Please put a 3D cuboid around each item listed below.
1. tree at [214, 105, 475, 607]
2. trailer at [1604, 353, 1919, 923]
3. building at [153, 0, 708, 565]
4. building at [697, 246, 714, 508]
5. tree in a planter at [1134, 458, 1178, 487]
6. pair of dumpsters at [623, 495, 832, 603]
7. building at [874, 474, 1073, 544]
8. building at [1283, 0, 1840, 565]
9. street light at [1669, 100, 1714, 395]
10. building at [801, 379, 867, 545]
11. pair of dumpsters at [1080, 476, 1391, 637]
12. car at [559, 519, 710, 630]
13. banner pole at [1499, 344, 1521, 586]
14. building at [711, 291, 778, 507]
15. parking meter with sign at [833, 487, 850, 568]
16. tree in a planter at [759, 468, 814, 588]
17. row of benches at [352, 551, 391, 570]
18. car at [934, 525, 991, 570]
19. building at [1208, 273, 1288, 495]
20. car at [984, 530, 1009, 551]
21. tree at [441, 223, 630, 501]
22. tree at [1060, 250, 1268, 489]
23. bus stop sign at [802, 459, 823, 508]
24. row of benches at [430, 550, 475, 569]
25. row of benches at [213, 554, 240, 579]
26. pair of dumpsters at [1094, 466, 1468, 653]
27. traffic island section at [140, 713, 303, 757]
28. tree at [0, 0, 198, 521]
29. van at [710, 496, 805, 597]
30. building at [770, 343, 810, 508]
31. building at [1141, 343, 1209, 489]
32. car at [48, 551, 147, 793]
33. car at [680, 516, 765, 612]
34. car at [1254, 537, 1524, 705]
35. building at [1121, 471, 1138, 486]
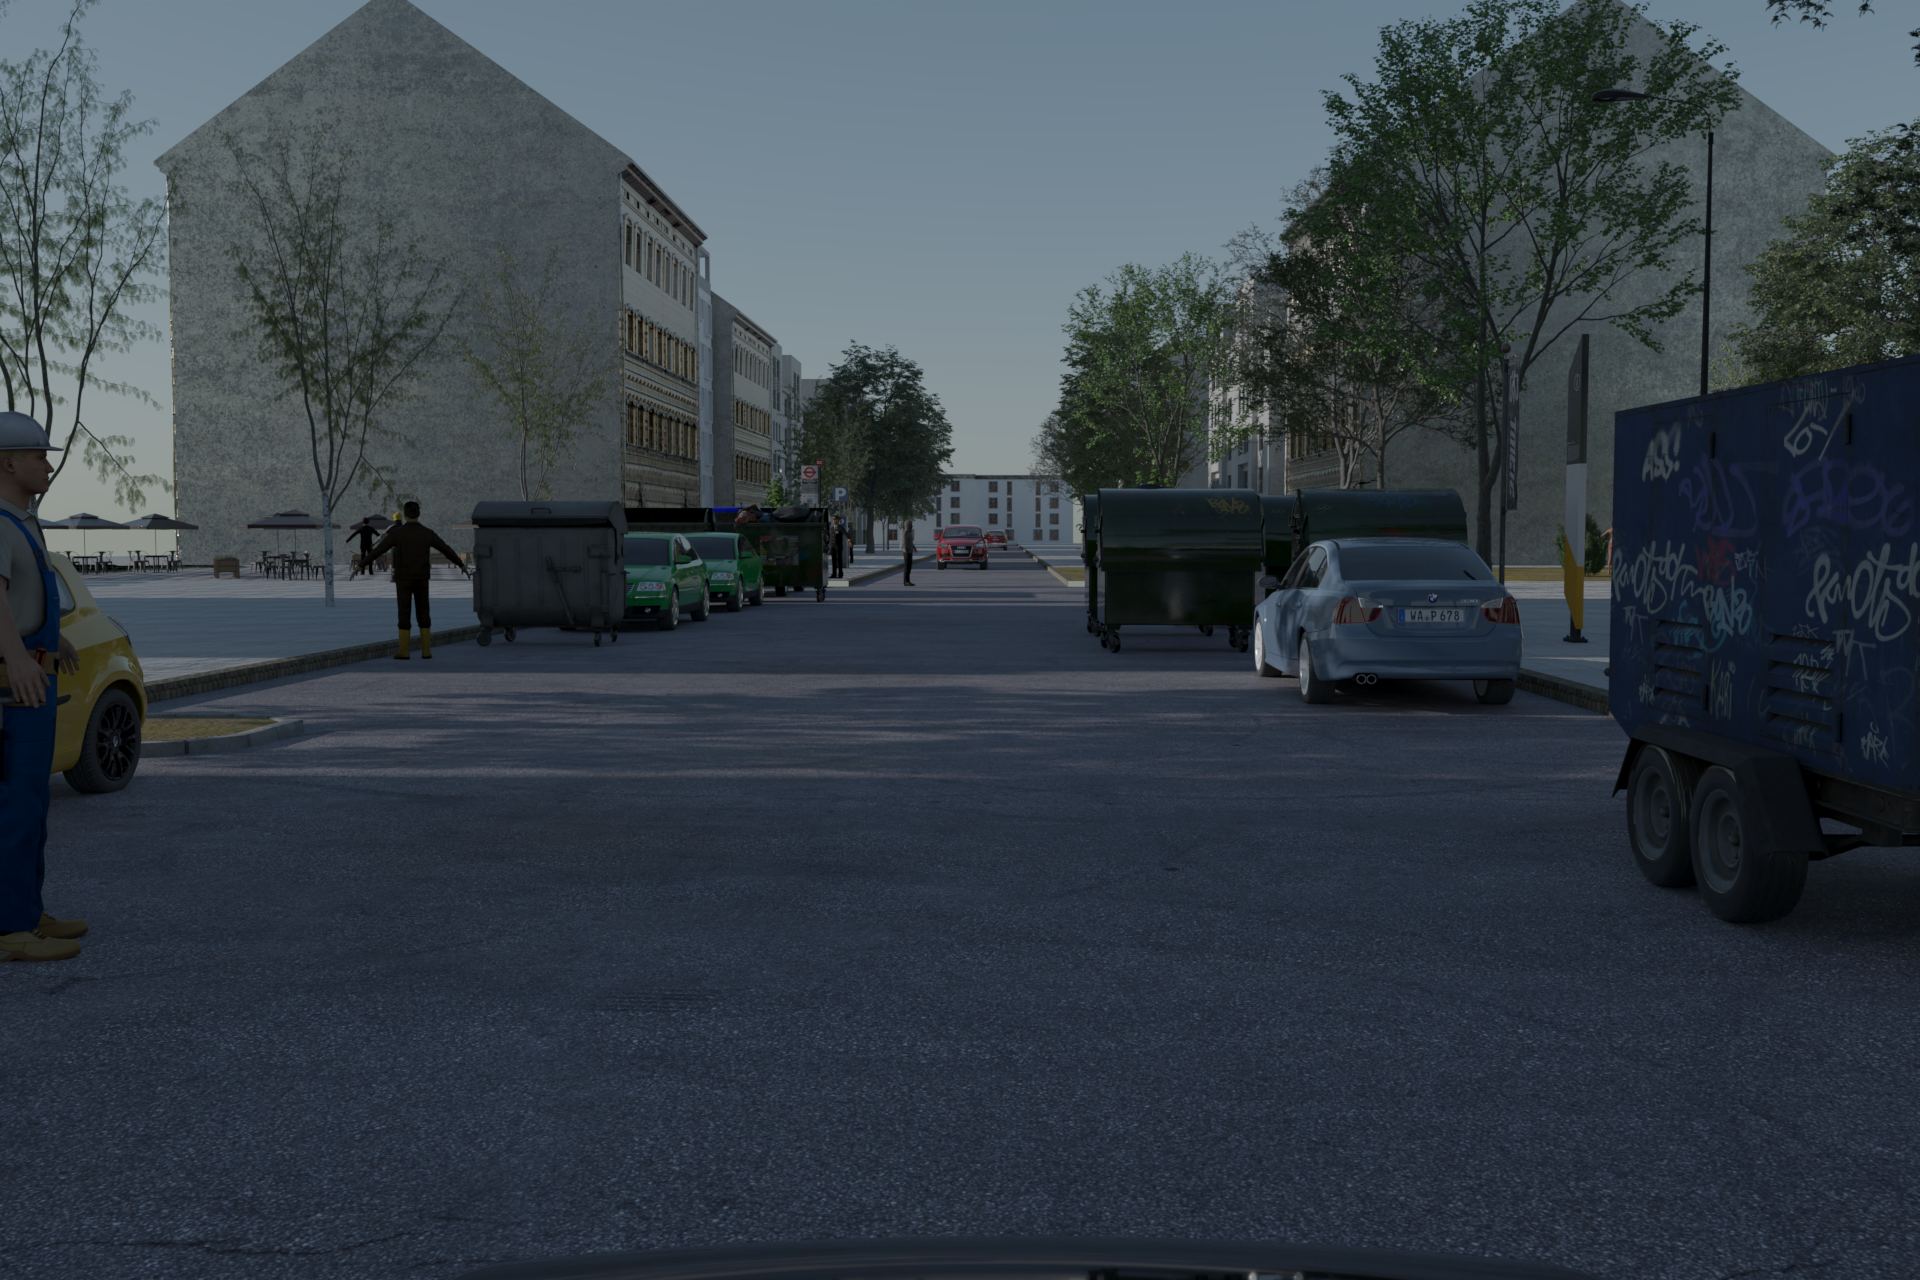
[{"bbox_3d":[-11.287,-4.901,30.497,4.360,8.622,3.978,0,3,0],"label":"tree"},{"bbox_3d":[3.522,-0.021,7.395,1.471,1.999,3.904,0,4,1],"label":"trailer"},{"bbox_3d":[-22.737,-15.190,79.281,19.493,23.208,18.063,0,4,1],"label":"building"},{"bbox_3d":[-21.776,-15.083,103.022,16.016,20.090,11.380,0,4,1],"label":"building"},{"bbox_3d":[4.593,-2.656,40.652,1.991,3.239,1.994,0,4,2],"label":"tree in a planter"},{"bbox_3d":[-4.962,-1.935,36.594,4.436,2.255,1.574,0,4,2],"label":"pair of dumpsters"},{"bbox_3d":[1.919,-18.196,242.101,28.070,9.664,9.099,0,4,-2],"label":"building"},{"bbox_3d":[25.791,-15.178,79.082,19.493,23.208,18.063,0,4,1],"label":"building"},{"bbox_3d":[8.374,-2.792,18.198,1.470,5.913,1.316,0,4,1],"label":"street light"},{"bbox_3d":[-20.464,-21.212,213.278,16.747,18.905,31.486,0,4,1],"label":"building"},{"bbox_3d":[3.930,-1.202,24.603,4.436,2.255,1.574,0,4,1],"label":"pair of dumpsters"},{"bbox_3d":[-5.077,-1.123,27.156,1.959,1.807,4.718,0,4,1],"label":"car"},{"bbox_3d":[7.171,-1.995,22.644,0.401,3.779,0.863,0,4,2],"label":"banner pole"},{"bbox_3d":[-24.297,-18.092,126.726,19.493,23.208,18.063,0,4,2],"label":"building"},{"bbox_3d":[-4.411,-4.200,64.938,0.543,3.016,1.738,0,4,1],"label":"parking meter with sign"},{"bbox_3d":[-4.886,-3.024,46.668,1.991,3.239,1.994,0,4,2],"label":"tree in a planter"},{"bbox_3d":[-21.040,-2.934,63.425,1.422,0.672,4.104,0,4,6],"label":"row of benches"},{"bbox_3d":[0.120,-3.799,70.791,2.281,1.827,5.304,0,4,1],"label":"car"},{"bbox_3d":[28.378,-15.858,125.733,16.747,18.905,31.486,0,4,1],"label":"building"},{"bbox_3d":[3.074,-8.652,150.129,2.281,1.827,5.304,0,4,1],"label":"car"},{"bbox_3d":[-10.755,-5.605,41.999,4.360,8.622,3.978,0,3,0],"label":"tree"},{"bbox_3d":[7.800,-8.509,64.885,9.928,11.665,9.643,0,3,0],"label":"tree"},{"bbox_3d":[-5.205,-4.462,61.654,0.855,3.939,0.416,0,4,3],"label":"bus stop sign"},{"bbox_3d":[-18.381,-3.089,65.961,4.104,0.672,1.422,-3,5,-41],"label":"row of benches"},{"bbox_3d":[-21.855,-2.209,51.577,1.422,0.672,4.104,-2,4,-24],"label":"row of benches"},{"bbox_3d":[3.863,-1.001,21.311,4.436,2.255,1.574,0,4,0],"label":"pair of dumpsters"},{"bbox_3d":[-5.754,0.660,12.068,1.991,0.108,1.994,0,4,1],"label":"traffic island section"},{"bbox_3d":[-11.505,-4.347,21.435,4.360,8.622,3.978,0,3,0],"label":"tree"},{"bbox_3d":[-4.857,-2.263,41.385,2.240,2.365,5.245,0,4,1],"label":"van"},{"bbox_3d":[-24.962,-18.639,171.211,16.747,18.905,31.486,0,4,1],"label":"building"},{"bbox_3d":[27.281,-18.509,169.077,16.747,18.905,31.486,0,4,1],"label":"building"},{"bbox_3d":[-5.551,0.121,8.244,2.015,1.641,3.980,0,4,1],"label":"car"},{"bbox_3d":[-4.872,-1.498,33.295,1.959,1.807,4.718,0,4,1],"label":"car"},{"bbox_3d":[3.807,-0.236,15.867,2.014,1.417,4.499,0,4,2],"label":"car"},{"bbox_3d":[28.520,-22.654,201.317,19.493,23.208,18.063,0,4,1],"label":"building"}]
